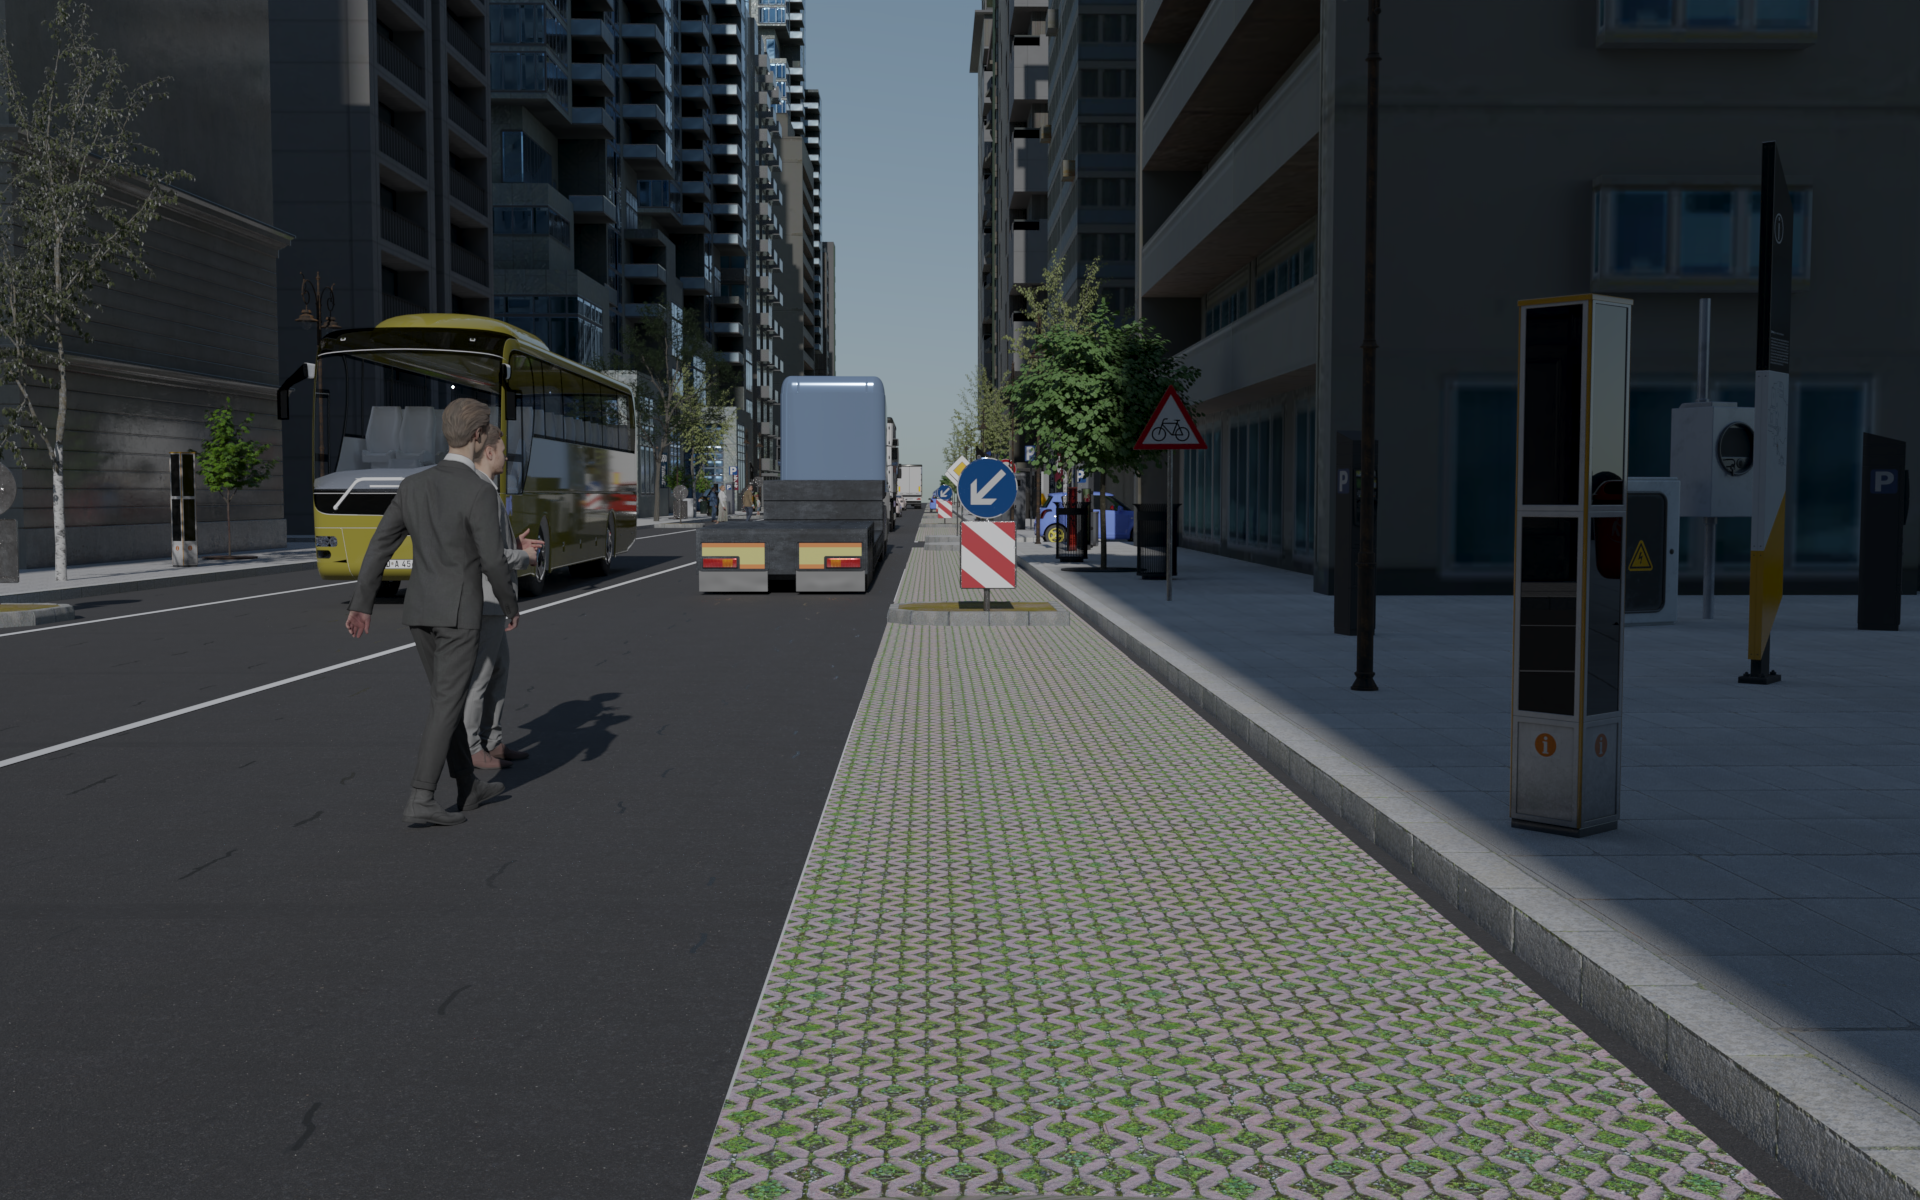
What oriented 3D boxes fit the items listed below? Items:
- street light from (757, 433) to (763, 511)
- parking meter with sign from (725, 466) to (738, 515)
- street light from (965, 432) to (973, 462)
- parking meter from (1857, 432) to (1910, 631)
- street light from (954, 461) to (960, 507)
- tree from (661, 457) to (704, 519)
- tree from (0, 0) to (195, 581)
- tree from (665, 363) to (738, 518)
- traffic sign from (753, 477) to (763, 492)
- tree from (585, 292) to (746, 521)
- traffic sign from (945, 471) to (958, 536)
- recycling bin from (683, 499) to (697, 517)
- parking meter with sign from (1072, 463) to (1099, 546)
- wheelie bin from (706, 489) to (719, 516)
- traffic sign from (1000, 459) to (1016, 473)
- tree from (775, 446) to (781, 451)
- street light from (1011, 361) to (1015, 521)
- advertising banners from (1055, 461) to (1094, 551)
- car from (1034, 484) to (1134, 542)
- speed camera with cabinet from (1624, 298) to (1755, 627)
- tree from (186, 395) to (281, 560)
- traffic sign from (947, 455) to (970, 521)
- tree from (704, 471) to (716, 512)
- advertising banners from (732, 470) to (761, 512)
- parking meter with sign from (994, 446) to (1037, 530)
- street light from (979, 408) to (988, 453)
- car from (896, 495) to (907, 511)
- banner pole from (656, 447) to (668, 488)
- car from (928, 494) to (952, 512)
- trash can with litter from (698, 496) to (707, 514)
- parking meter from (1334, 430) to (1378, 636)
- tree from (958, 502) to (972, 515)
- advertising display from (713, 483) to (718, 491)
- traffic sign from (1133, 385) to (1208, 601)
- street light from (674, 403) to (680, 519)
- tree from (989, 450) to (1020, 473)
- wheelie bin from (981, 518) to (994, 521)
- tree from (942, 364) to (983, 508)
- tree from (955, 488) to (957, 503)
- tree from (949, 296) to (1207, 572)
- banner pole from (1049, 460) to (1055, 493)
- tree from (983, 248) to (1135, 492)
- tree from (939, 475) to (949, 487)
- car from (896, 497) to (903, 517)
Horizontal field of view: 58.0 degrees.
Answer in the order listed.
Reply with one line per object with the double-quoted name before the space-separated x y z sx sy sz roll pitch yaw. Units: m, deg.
"street light" -14.909 -9.564 129.157 0.468 5.910 1.993 0 4 -1
"parking meter with sign" -14.370 -6.843 108.142 0.543 3.016 1.738 1 4 8
"street light" 0.828 -9.387 126.262 0.468 5.910 1.993 0 4 -1
"parking meter" 8.705 -0.648 16.311 0.399 1.863 0.255 2 4 29
"street light" -0.068 -12.118 170.910 0.468 5.910 1.993 0 4 -1
"tree" -14.575 -5.849 90.233 1.663 3.219 1.824 0 3 0
"tree" -13.531 -4.584 25.314 4.360 8.622 3.978 0 3 0
"tree" -14.271 -8.810 94.408 4.737 8.622 4.395 0 3 0
"traffic sign" -14.691 -7.693 125.894 0.768 2.556 0.104 0 4 0
"tree" -14.240 -8.946 80.684 8.767 10.594 7.601 0 4 -7
"traffic sign" -0.081 -2.997 52.649 0.795 2.450 0.064 0 4 -1
"recycling bin" -15.239 -5.203 97.629 0.722 1.027 0.722 0 4 -4
"parking meter with sign" 2.987 -2.787 41.832 0.543 3.016 1.738 1 4 16
"wheelie bin" -14.319 -5.670 100.614 0.693 1.594 0.980 1 4 13
"traffic sign" 1.669 -3.842 62.926 0.768 2.556 0.104 1 4 9
"tree" -16.844 -18.013 204.882 12.009 13.543 11.850 0 3 0
"street light" 1.831 -5.342 60.126 0.468 5.910 1.993 0 4 -1
"advertising banners" 2.534 -2.613 38.916 0.090 3.025 2.074 2 4 29
"car" 3.900 -2.363 48.221 3.694 1.707 1.945 0 4 -1
"speed camera with cabinet" 6.989 -1.397 17.173 2.038 3.252 0.660 -2 4 -24
"tree" -14.383 -2.411 34.023 1.663 3.219 1.824 0 3 0
"traffic sign" 0.055 -2.509 44.665 0.795 2.450 0.064 0 4 -1
"tree" -18.482 -7.877 123.385 1.663 3.219 1.824 0 3 0
"advertising banners" -15.240 -7.775 123.308 2.074 3.025 0.090 0 4 0
"parking meter with sign" 1.957 -4.022 62.019 1.738 3.016 0.543 -3 5 -42
"street light" 1.251 -7.364 93.193 0.468 5.910 1.993 0 4 -1
"car" -5.641 -8.452 150.558 2.083 1.381 4.827 0 4 1
"banner pole" -15.819 -6.220 91.711 0.863 3.779 0.401 -3 5 -43
"car" -1.572 -7.853 137.990 1.945 1.707 3.694 0 4 -1
"trash can with litter" -16.574 -6.120 111.448 0.624 1.170 1.055 -1 4 -16
"parking meter" 3.606 -0.615 15.767 0.255 1.863 0.399 -1 4 -15
"tree" 1.067 -6.872 106.953 1.663 3.219 1.824 0 3 0
"advertising display" -14.723 -6.073 104.506 0.123 1.923 0.974 -1 4 -19
"traffic sign" 2.511 -1.267 20.714 0.884 2.594 0.081 0 4 2
"street light" -14.258 -7.007 87.349 0.468 5.910 1.993 0 4 -1
"tree" 1.927 -4.973 75.910 1.663 3.219 1.824 0 3 0
"wheelie bin" 1.350 -4.500 81.487 0.980 1.594 0.693 0 4 3
"tree" 1.624 -8.975 97.103 4.737 8.622 4.395 0 3 0
"tree" -0.484 -16.139 258.478 1.663 3.219 1.824 0 3 0
"tree" 2.380 -2.768 28.977 4.285 4.588 4.351 0 3 0
"banner pole" 5.074 -6.601 97.944 0.863 3.779 0.401 1 4 14
"tree" 3.452 -6.271 52.901 4.737 8.622 4.395 0 3 0
"tree" -1.269 -16.324 250.606 4.285 4.588 4.351 0 3 0
"car" -4.583 -5.829 107.658 2.083 1.381 4.827 0 4 0
